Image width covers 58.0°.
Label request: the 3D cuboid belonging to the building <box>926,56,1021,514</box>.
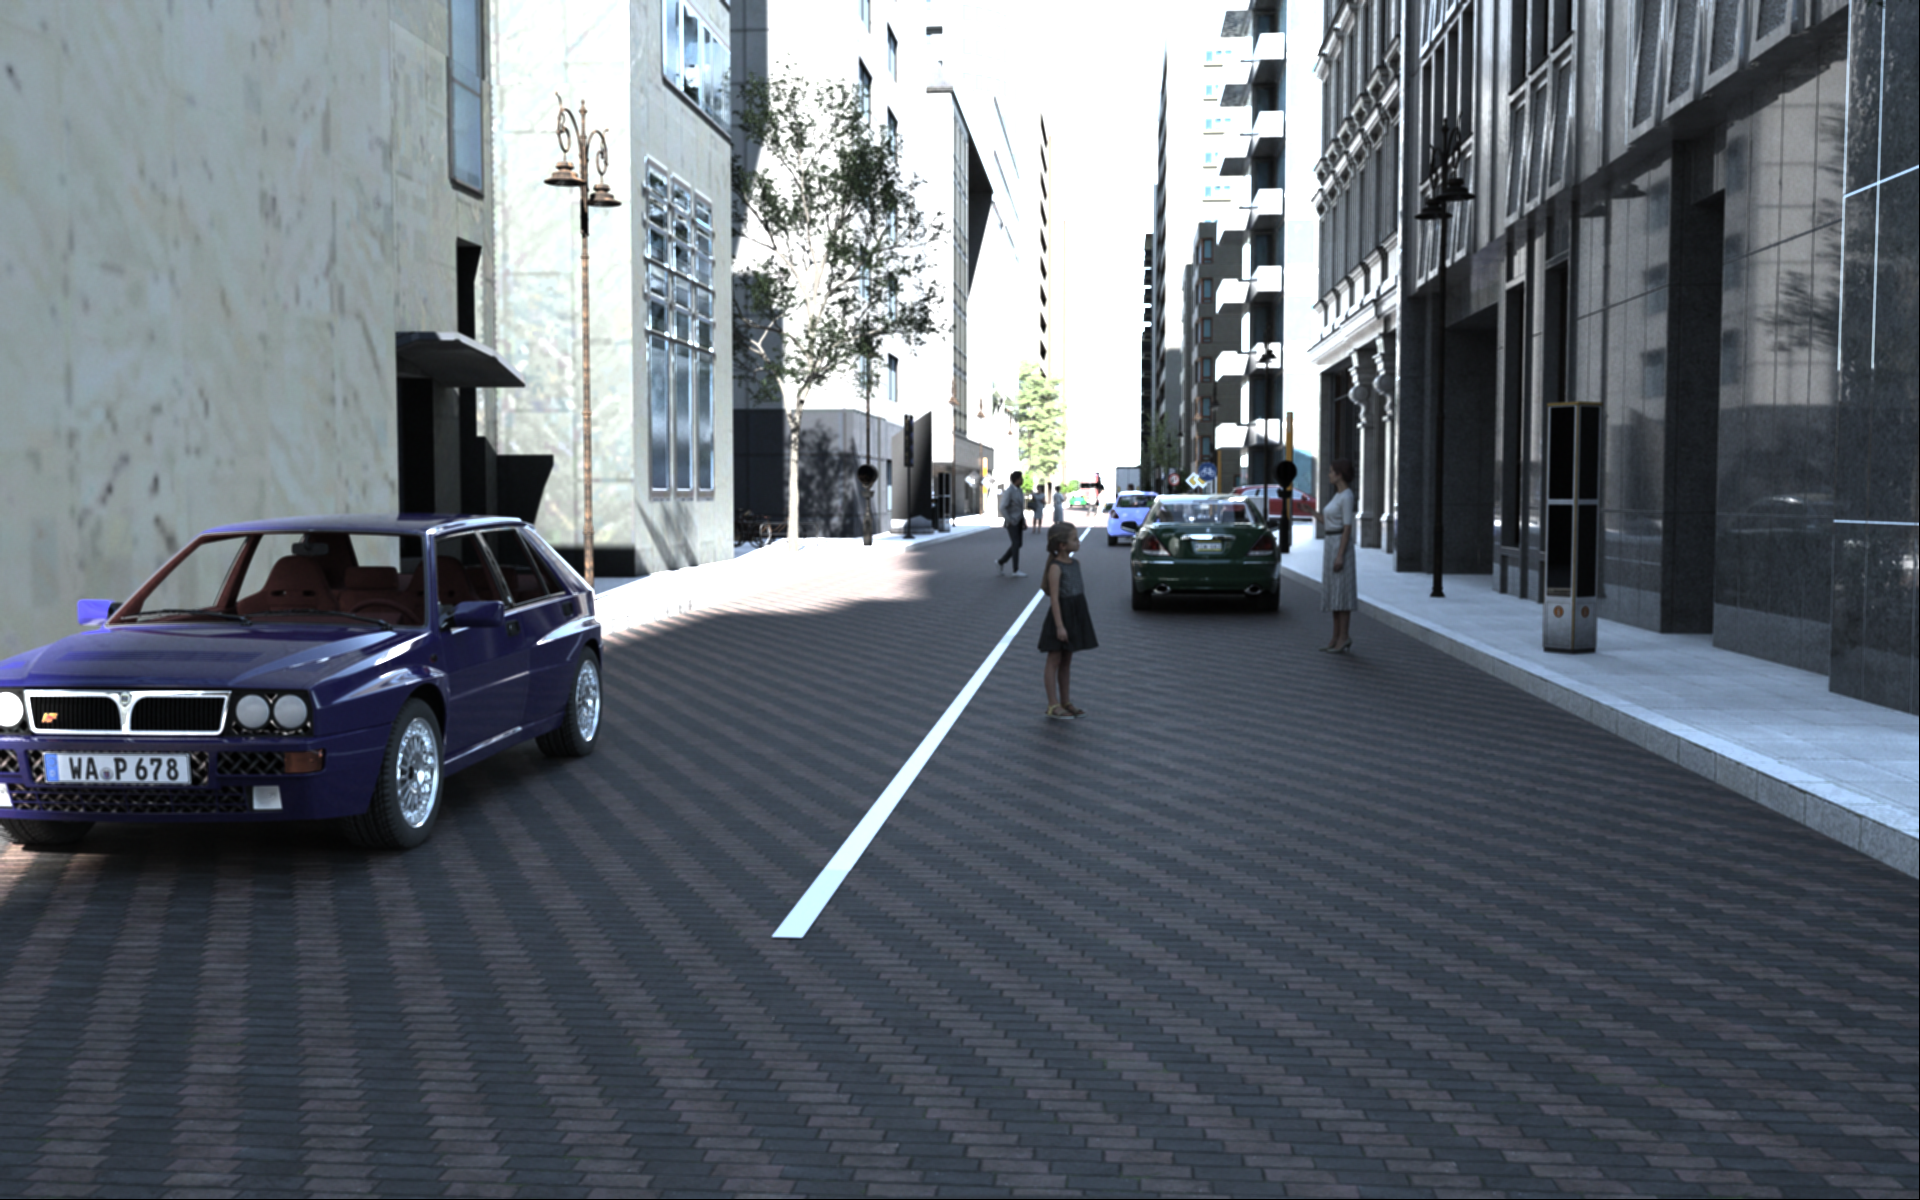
[{"bbox_3d":[-1.990,-21.237,124.711,11.434,29.767,29.804,0,4,5],"label":"building"}]

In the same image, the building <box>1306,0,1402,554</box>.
[{"bbox_3d":[14.506,-12.046,47.856,10.553,20.767,40.483,0,4,5],"label":"building"}]

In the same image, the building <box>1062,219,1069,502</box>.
[{"bbox_3d":[10.010,-38.152,273.899,14.600,45.320,14.200,0,4,5],"label":"building"}]

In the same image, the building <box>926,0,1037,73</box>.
[{"bbox_3d":[-3.730,-38.319,168.510,21.231,58.520,28.212,0,4,5],"label":"building"}]

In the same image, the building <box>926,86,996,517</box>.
[{"bbox_3d":[-6.167,-16.892,95.243,14.314,24.678,30.058,0,4,5],"label":"building"}]

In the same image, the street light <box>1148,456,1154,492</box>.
[{"bbox_3d":[20.215,-12.733,180.976,0.468,5.910,1.993,0,4,5],"label":"street light"}]

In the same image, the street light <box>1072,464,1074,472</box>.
[{"bbox_3d":[15.117,-16.288,239.100,0.468,5.910,1.993,0,4,5],"label":"street light"}]

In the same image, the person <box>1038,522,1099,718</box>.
[{"bbox_3d":[0.705,0.122,11.177,0.373,1.253,0.362,3,5,40],"label":"person"}]

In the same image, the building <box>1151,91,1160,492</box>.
[{"bbox_3d":[38.599,-43.484,252.958,21.231,58.520,28.212,0,4,5],"label":"building"}]

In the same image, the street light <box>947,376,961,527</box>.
[{"bbox_3d":[-0.239,-5.822,67.982,0.468,5.910,1.993,0,4,5],"label":"street light"}]

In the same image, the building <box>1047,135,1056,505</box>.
[{"bbox_3d":[4.511,-34.350,211.735,14.600,45.320,14.200,0,4,5],"label":"building"}]

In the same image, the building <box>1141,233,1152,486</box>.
[{"bbox_3d":[40.736,-38.361,281.824,22.147,44.769,28.867,0,4,5],"label":"building"}]

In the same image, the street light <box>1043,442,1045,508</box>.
[{"bbox_3d":[7.608,-11.199,155.888,0.468,5.910,1.993,0,4,5],"label":"street light"}]

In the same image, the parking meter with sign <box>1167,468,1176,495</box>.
[{"bbox_3d":[14.443,-7.267,115.074,0.543,3.016,1.738,-1,4,-21],"label":"parking meter with sign"}]

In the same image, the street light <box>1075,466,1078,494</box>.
[{"bbox_3d":[17.177,-17.734,262.733,0.468,5.910,1.993,0,4,5],"label":"street light"}]

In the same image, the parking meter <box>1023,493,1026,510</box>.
[{"bbox_3d":[5.074,-7.873,137.126,0.372,1.533,0.369,0,3,0],"label":"parking meter"}]

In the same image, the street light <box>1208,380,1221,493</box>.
[{"bbox_3d":[10.307,-5.957,70.179,0.468,5.910,1.993,0,4,5],"label":"street light"}]

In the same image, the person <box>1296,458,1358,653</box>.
[{"bbox_3d":[3.349,-0.406,15.716,0.524,1.755,0.480,0,4,-3],"label":"person"}]

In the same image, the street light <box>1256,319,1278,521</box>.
[{"bbox_3d":[8.112,-4.470,45.875,0.468,5.910,1.993,0,4,5],"label":"street light"}]

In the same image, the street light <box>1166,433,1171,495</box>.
[{"bbox_3d":[15.573,-9.563,129.146,0.468,5.910,1.993,0,4,5],"label":"street light"}]

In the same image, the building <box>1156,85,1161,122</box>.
[{"bbox_3d":[38.671,-38.095,212.084,28.713,52.752,27.495,0,4,5],"label":"building"}]

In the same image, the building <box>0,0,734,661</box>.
[{"bbox_3d":[-14.884,-43.041,16.393,22.319,86.520,31.000,0,4,5],"label":"building"}]

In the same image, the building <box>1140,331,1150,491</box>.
[{"bbox_3d":[38.645,-32.555,303.978,14.160,30.474,14.107,0,4,5],"label":"building"}]

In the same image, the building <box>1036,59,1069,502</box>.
[{"bbox_3d":[8.193,-52.138,290.713,20.563,71.187,20.611,0,4,5],"label":"building"}]

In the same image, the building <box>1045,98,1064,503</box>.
[{"bbox_3d":[4.045,-43.473,252.776,21.231,58.520,28.212,0,4,5],"label":"building"}]

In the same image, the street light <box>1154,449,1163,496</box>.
[{"bbox_3d":[18.089,-11.288,157.353,0.468,5.910,1.993,0,4,5],"label":"street light"}]

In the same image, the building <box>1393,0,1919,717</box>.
[{"bbox_3d":[12.309,-12.210,17.658,12.078,24.808,19.932,0,4,5],"label":"building"}]

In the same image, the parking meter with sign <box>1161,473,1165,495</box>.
[{"bbox_3d":[17.579,-9.003,143.458,1.738,3.016,0.543,-1,4,-20],"label":"parking meter with sign"}]

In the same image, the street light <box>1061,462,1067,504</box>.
[{"bbox_3d":[11.998,-14.123,203.691,0.468,5.910,1.993,0,4,5],"label":"street light"}]

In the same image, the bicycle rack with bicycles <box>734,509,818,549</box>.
[{"bbox_3d":[-4.892,-1.733,41.713,2.925,0.926,2.852,-3,5,-45],"label":"bicycle rack with bicycles"}]

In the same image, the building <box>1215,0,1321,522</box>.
[{"bbox_3d":[28.322,-28.552,86.439,30.456,49.044,23.786,0,4,5],"label":"building"}]

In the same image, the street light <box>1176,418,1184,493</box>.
[{"bbox_3d":[13.422,-8.126,105.647,0.468,5.910,1.993,0,4,5],"label":"street light"}]

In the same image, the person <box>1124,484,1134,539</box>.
[{"bbox_3d":[5.311,-2.803,54.900,0.524,1.755,0.480,-2,4,-27],"label":"person"}]

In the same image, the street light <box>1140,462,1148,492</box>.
[{"bbox_3d":[24.450,-15.662,228.861,0.468,5.910,1.993,0,4,5],"label":"street light"}]

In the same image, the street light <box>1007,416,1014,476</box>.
[{"bbox_3d":[2.998,-7.972,103.128,0.468,5.910,1.993,0,4,5],"label":"street light"}]

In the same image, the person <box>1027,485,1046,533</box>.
[{"bbox_3d":[2.796,-3.352,63.667,0.716,1.782,0.532,0,4,4],"label":"person"}]

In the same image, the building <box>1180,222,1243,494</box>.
[{"bbox_3d":[30.187,-17.030,123.475,27.650,21.520,28.899,0,4,5],"label":"building"}]

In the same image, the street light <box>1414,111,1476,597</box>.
[{"bbox_3d":[5.967,-2.977,21.468,0.468,5.910,1.993,0,4,5],"label":"street light"}]

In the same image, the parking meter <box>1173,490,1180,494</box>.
[{"bbox_3d":[12.842,-5.768,102.716,0.372,1.533,0.369,0,3,0],"label":"parking meter"}]

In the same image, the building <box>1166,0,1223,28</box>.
[{"bbox_3d":[30.249,-33.212,166.717,21.300,48.544,21.600,0,4,5],"label":"building"}]

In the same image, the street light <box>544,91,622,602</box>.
[{"bbox_3d":[-4.416,-2.916,20.463,0.468,5.910,1.993,0,4,5],"label":"street light"}]

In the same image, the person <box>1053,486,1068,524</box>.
[{"bbox_3d":[3.774,-3.445,65.401,0.480,1.755,0.524,2,4,30],"label":"person"}]

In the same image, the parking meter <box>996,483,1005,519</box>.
[{"bbox_3d":[2.122,-5.200,90.738,0.399,1.863,0.255,2,4,28],"label":"parking meter"}]

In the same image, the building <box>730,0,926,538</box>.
[{"bbox_3d":[-12.296,-37.967,59.009,20.611,71.187,20.563,0,4,5],"label":"building"}]

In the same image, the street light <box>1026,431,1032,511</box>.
[{"bbox_3d":[5.105,-9.448,127.260,0.468,5.910,1.993,0,4,5],"label":"street light"}]

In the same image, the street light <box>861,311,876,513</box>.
[{"bbox_3d":[-2.333,-4.354,43.969,0.468,5.910,1.993,0,4,5],"label":"street light"}]

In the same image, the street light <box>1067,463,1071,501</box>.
[{"bbox_3d":[13.996,-15.571,227.369,0.468,5.910,1.993,0,4,5],"label":"street light"}]

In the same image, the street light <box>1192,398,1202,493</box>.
[{"bbox_3d":[11.219,-6.689,82.152,0.468,5.910,1.993,0,4,5],"label":"street light"}]

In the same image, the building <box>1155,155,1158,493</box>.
[{"bbox_3d":[32.325,-34.525,188.178,21.300,48.544,21.600,0,4,5],"label":"building"}]

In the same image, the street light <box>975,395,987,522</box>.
[{"bbox_3d":[0.967,-6.534,79.619,0.468,5.910,1.993,0,4,5],"label":"street light"}]

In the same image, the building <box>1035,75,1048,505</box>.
[{"bbox_3d":[-1.277,-34.853,193.555,21.300,48.544,21.600,0,4,5],"label":"building"}]
